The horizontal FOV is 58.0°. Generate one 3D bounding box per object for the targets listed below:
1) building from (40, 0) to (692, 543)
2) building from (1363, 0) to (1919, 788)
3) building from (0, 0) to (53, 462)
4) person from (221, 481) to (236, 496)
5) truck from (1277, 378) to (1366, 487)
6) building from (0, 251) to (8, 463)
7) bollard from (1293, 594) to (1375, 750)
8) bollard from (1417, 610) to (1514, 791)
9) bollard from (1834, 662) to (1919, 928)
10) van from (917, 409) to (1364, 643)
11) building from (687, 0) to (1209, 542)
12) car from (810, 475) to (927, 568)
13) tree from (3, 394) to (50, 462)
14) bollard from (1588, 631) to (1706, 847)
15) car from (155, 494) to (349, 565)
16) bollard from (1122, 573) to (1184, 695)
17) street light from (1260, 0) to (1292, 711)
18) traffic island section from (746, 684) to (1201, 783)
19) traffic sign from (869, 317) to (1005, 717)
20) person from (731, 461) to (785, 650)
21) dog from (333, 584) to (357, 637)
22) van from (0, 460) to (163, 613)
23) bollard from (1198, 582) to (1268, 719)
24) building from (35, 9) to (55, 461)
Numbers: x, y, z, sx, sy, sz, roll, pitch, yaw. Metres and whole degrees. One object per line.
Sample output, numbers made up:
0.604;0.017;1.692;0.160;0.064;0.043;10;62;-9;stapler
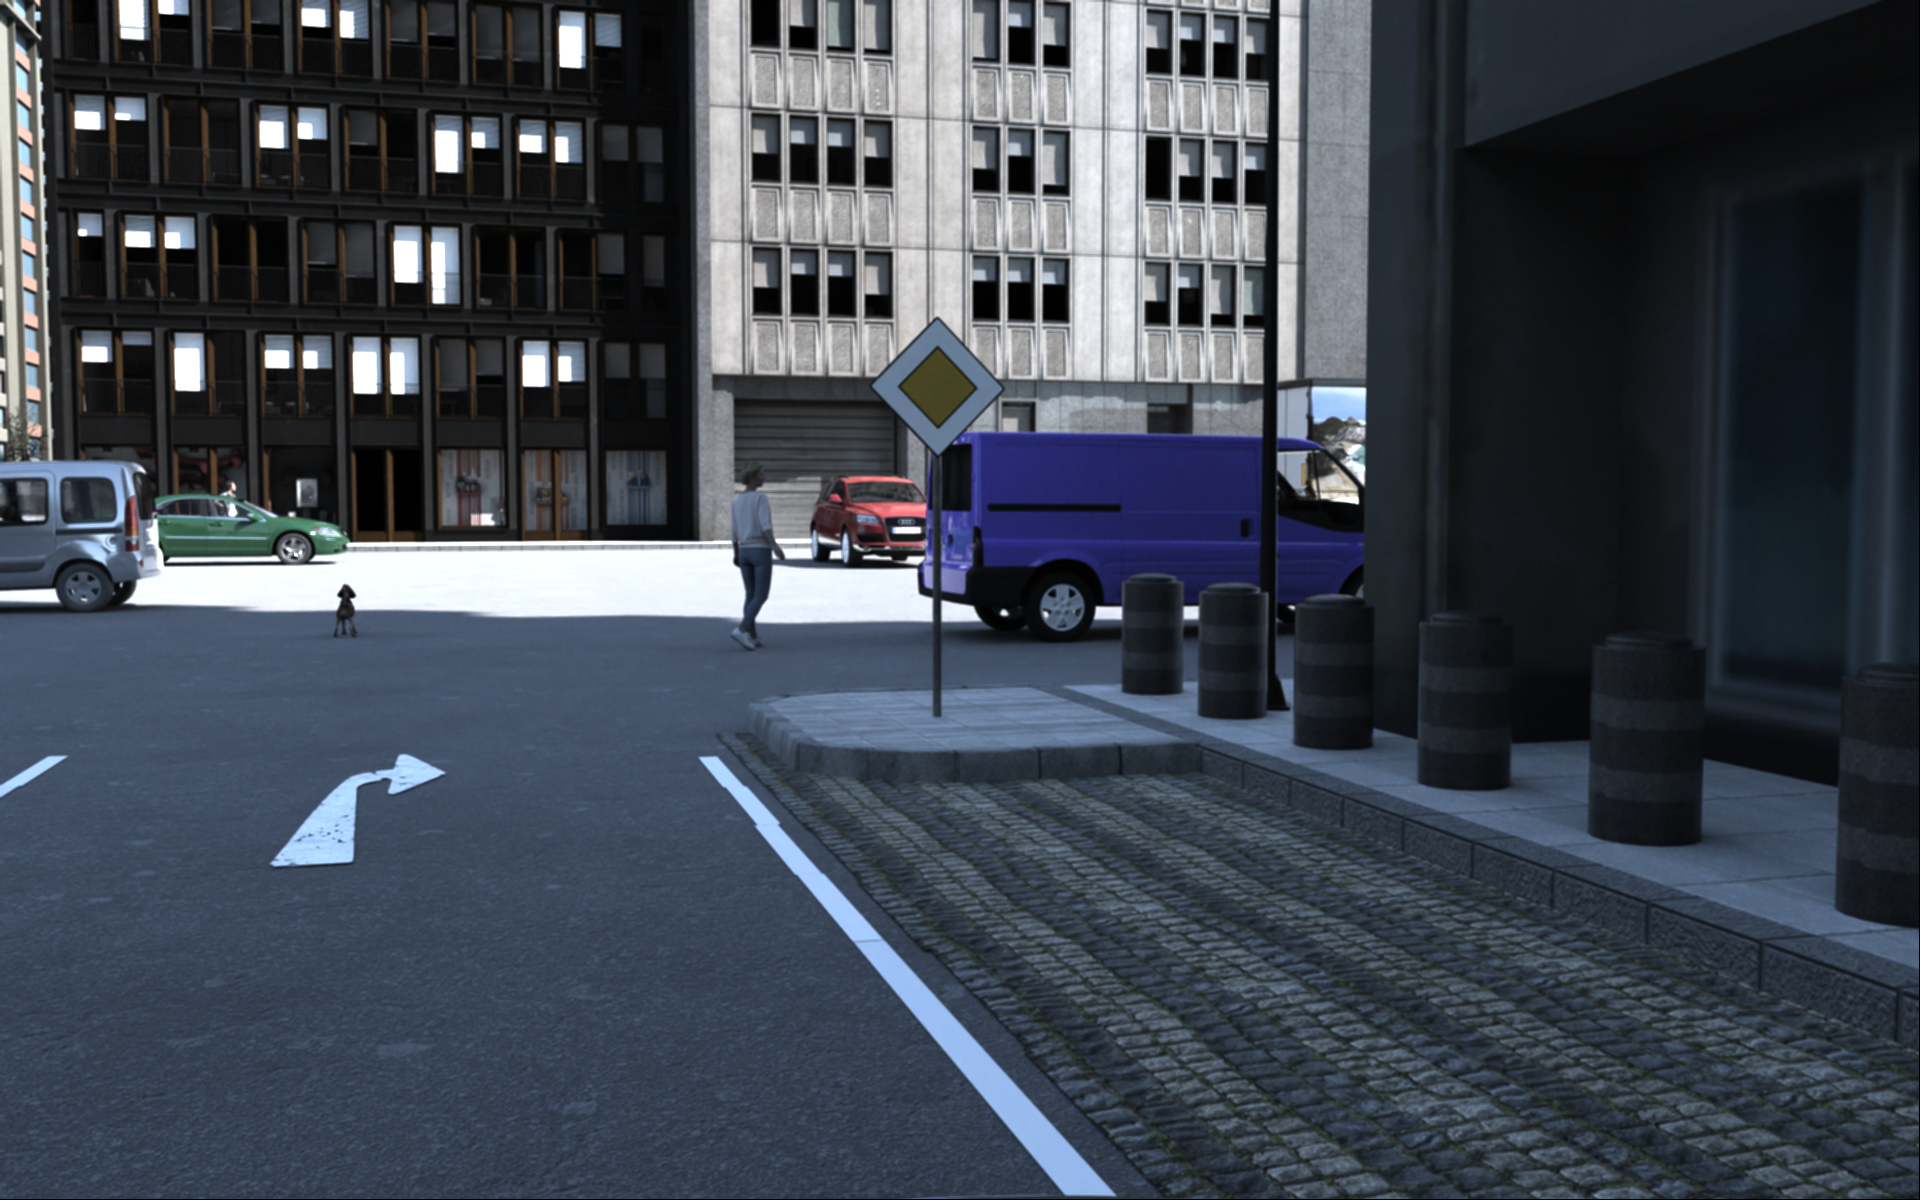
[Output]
-16.629;-13.517;50.675;15.834;23.373;12.332;-1;4;-15;building
15.295;-23.069;0.877;21.300;48.544;21.600;-1;4;-15;building
-87.357;-29.521;137.287;28.867;44.769;22.147;-1;4;-15;building
-17.110;-1.912;40.491;0.376;1.734;0.841;1;4;11;person
13.396;-3.397;44.462;11.283;4.237;2.839;-1;4;-17;truck
-77.498;-15.950;105.814;27.650;21.520;28.899;-1;4;-15;building
1.909;0.359;8.845;0.404;0.777;0.398;0;3;0;bollard
2.234;0.432;7.659;0.404;0.777;0.398;0;3;0;bollard
2.897;0.577;5.276;0.404;0.777;0.398;0;3;0;bollard
2.288;-0.831;17.965;5.245;2.365;2.240;-1;4;-17;van
1.013;-14.428;53.926;19.932;24.808;12.078;-1;4;-15;building
-1.721;-1.642;35.516;2.281;1.827;5.304;-1;4;-16;car
-69.460;-10.841;127.614;4.360;8.622;3.978;0;3;0;tree
2.567;0.504;6.475;0.404;0.777;0.398;0;3;0;bollard
-15.043;-1.435;35.262;4.920;1.459;2.131;-1;4;-16;car
1.247;0.214;11.222;0.404;0.777;0.398;0;3;0;bollard
1.322;-2.297;10.091;1.470;5.913;1.316;-1;4;-15;street light
-0.114;0.751;10.009;2.009;0.180;2.903;-1;4;-15;traffic island section
-0.134;-0.384;9.926;0.795;2.450;0.064;-1;4;-15;traffic sign
-1.916;-0.418;16.014;0.731;1.740;0.598;2;4;29;person
-6.224;0.107;17.530;0.540;0.507;0.406;2;4;35;dog
-12.081;-0.871;21.258;4.112;2.044;2.013;-1;4;-15;van
1.580;0.287;10.030;0.404;0.777;0.398;0;3;0;bollard
-100.123;-54.045;196.309;31.000;86.520;22.319;-1;4;-15;building
